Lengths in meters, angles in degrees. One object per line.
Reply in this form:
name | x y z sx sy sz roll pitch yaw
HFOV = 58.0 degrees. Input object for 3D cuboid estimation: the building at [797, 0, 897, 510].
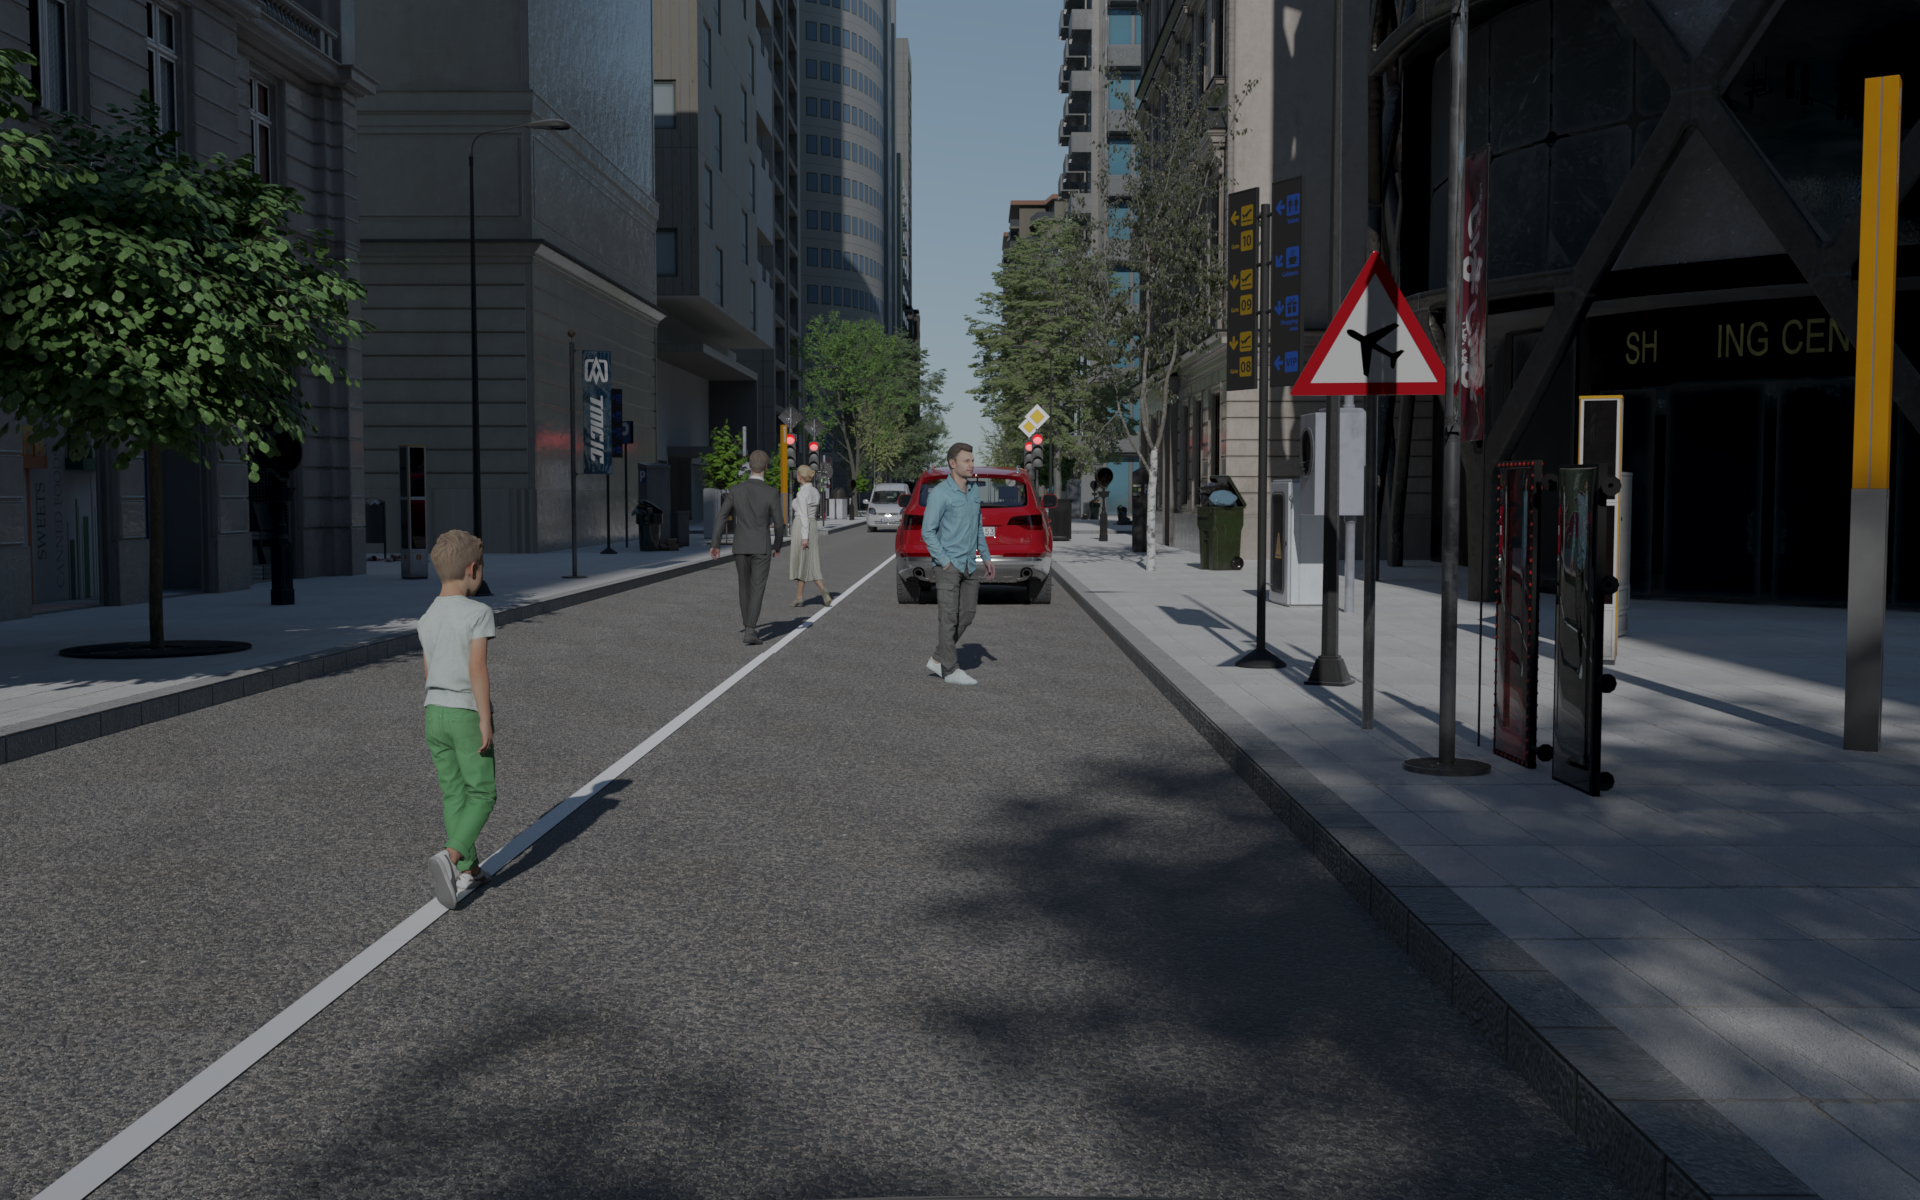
building | -17.681 -38.998 179.610 21.231 58.520 28.212 0 4 0

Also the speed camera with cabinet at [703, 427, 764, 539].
speed camera with cabinet | -6.551 -3.416 50.193 0.660 3.252 2.038 2 4 34

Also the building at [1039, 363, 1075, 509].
building | 22.829 -28.280 154.259 32.217 40.220 23.993 0 4 0

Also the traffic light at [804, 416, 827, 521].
traffic light | -5.201 -4.481 62.180 0.839 4.253 0.868 0 4 0

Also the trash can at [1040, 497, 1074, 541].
trash can | 2.730 -2.166 47.070 0.748 1.137 0.748 0 3 0

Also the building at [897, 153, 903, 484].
building | -13.983 -31.690 201.722 14.154 41.232 14.086 0 4 0

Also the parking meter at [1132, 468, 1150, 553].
parking meter | 3.970 -1.979 38.061 0.255 1.863 0.399 2 4 34

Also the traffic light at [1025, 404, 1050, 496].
traffic light | 2.391 -3.989 54.145 0.839 4.253 0.868 0 4 0

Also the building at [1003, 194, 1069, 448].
building | 18.041 -36.567 252.488 22.147 44.769 28.867 0 4 0

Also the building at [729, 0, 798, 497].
building | -18.859 -41.133 110.773 20.563 71.187 20.611 0 4 0

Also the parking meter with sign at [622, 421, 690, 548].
parking meter with sign | -7.382 -2.794 41.941 1.738 3.016 0.543 -3 5 -44

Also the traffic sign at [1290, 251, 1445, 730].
traffic sign | 2.226 -0.574 9.386 0.884 2.594 0.081 0 4 4

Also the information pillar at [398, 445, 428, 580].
information pillar | -8.224 -1.319 26.063 0.304 2.012 0.304 -3 5 -43

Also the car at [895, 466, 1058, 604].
car | 0.234 -0.943 24.084 2.281 1.827 5.304 0 4 2

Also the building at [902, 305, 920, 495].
building | -13.206 -29.900 260.567 14.160 30.474 14.107 0 4 0

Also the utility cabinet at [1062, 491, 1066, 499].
utility cabinet | 8.409 -7.615 133.186 1.173 1.500 0.318 0 4 -3

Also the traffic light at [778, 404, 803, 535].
traffic light | -5.270 -3.992 54.195 0.839 4.253 0.868 0 4 0

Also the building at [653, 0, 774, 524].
building | -22.953 -29.788 76.269 28.713 52.752 27.495 0 4 0

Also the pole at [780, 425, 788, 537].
pole | -5.197 -3.505 51.152 0.158 3.312 0.155 0 3 0

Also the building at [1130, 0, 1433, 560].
building | 9.834 -10.854 42.096 10.561 19.102 19.286 0 4 0

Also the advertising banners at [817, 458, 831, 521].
advertising banners | -6.568 -5.327 83.289 0.090 3.025 2.074 1 4 16

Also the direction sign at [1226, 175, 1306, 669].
direction sign | 2.237 -1.271 12.781 0.379 3.537 0.876 -2 4 -28

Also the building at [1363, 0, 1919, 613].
building | 14.053 -9.578 24.055 16.820 18.784 16.811 0 4 0

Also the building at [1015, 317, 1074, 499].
building | 19.980 -20.632 182.376 27.650 21.520 28.899 0 4 0

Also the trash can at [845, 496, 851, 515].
trash can | -7.018 -5.737 105.453 0.748 1.137 0.748 0 3 0

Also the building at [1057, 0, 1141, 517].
building | 17.587 -29.846 107.590 23.786 49.044 30.456 0 4 0

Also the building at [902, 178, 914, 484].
building | -18.534 -37.810 237.805 23.786 49.044 30.456 0 4 0

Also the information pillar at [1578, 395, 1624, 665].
information pillar | 4.829 -0.526 13.096 0.304 2.012 0.304 1 4 22

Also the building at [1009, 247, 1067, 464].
building | 13.315 -26.417 203.623 14.160 30.474 14.107 0 4 0

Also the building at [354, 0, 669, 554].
building | -23.272 -12.886 43.962 30.059 22.955 16.112 0 4 0

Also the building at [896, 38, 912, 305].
building | -15.852 -51.320 277.337 20.563 71.187 20.611 0 4 0

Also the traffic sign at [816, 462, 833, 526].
traffic sign | -5.414 -4.191 68.625 0.768 2.556 0.104 0 4 6

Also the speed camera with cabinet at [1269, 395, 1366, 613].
speed camera with cabinet | 3.985 -1.536 19.445 0.660 3.252 2.038 0 4 -3

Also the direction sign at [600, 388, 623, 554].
direction sign | -7.532 -2.754 37.031 0.379 3.537 0.876 2 4 34

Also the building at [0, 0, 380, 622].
building | -15.489 -10.634 15.674 13.314 21.916 24.055 0 4 0

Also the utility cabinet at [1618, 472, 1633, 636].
utility cabinet | 5.632 -0.401 15.238 0.318 1.500 1.173 2 4 33

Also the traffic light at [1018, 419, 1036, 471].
traffic light | 2.460 -4.478 62.130 0.839 4.253 0.868 0 4 0

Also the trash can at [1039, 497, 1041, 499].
trash can | 4.355 -5.350 99.121 0.748 1.137 0.748 0 3 0

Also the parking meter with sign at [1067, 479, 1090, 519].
parking meter with sign | 5.958 -5.751 90.292 1.738 3.016 0.543 1 4 18

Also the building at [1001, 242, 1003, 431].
building | 17.787 -38.366 281.906 22.147 44.769 28.867 0 4 0

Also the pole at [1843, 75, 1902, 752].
pole | 4.537 -0.903 8.609 0.158 3.312 0.155 0 3 0

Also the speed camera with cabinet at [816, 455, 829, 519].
speed camera with cabinet | -7.465 -5.783 88.895 0.660 3.252 2.038 -2 4 -34

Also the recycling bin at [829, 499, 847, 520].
recycling bin | -6.162 -4.588 87.561 0.722 1.027 0.722 1 4 18
